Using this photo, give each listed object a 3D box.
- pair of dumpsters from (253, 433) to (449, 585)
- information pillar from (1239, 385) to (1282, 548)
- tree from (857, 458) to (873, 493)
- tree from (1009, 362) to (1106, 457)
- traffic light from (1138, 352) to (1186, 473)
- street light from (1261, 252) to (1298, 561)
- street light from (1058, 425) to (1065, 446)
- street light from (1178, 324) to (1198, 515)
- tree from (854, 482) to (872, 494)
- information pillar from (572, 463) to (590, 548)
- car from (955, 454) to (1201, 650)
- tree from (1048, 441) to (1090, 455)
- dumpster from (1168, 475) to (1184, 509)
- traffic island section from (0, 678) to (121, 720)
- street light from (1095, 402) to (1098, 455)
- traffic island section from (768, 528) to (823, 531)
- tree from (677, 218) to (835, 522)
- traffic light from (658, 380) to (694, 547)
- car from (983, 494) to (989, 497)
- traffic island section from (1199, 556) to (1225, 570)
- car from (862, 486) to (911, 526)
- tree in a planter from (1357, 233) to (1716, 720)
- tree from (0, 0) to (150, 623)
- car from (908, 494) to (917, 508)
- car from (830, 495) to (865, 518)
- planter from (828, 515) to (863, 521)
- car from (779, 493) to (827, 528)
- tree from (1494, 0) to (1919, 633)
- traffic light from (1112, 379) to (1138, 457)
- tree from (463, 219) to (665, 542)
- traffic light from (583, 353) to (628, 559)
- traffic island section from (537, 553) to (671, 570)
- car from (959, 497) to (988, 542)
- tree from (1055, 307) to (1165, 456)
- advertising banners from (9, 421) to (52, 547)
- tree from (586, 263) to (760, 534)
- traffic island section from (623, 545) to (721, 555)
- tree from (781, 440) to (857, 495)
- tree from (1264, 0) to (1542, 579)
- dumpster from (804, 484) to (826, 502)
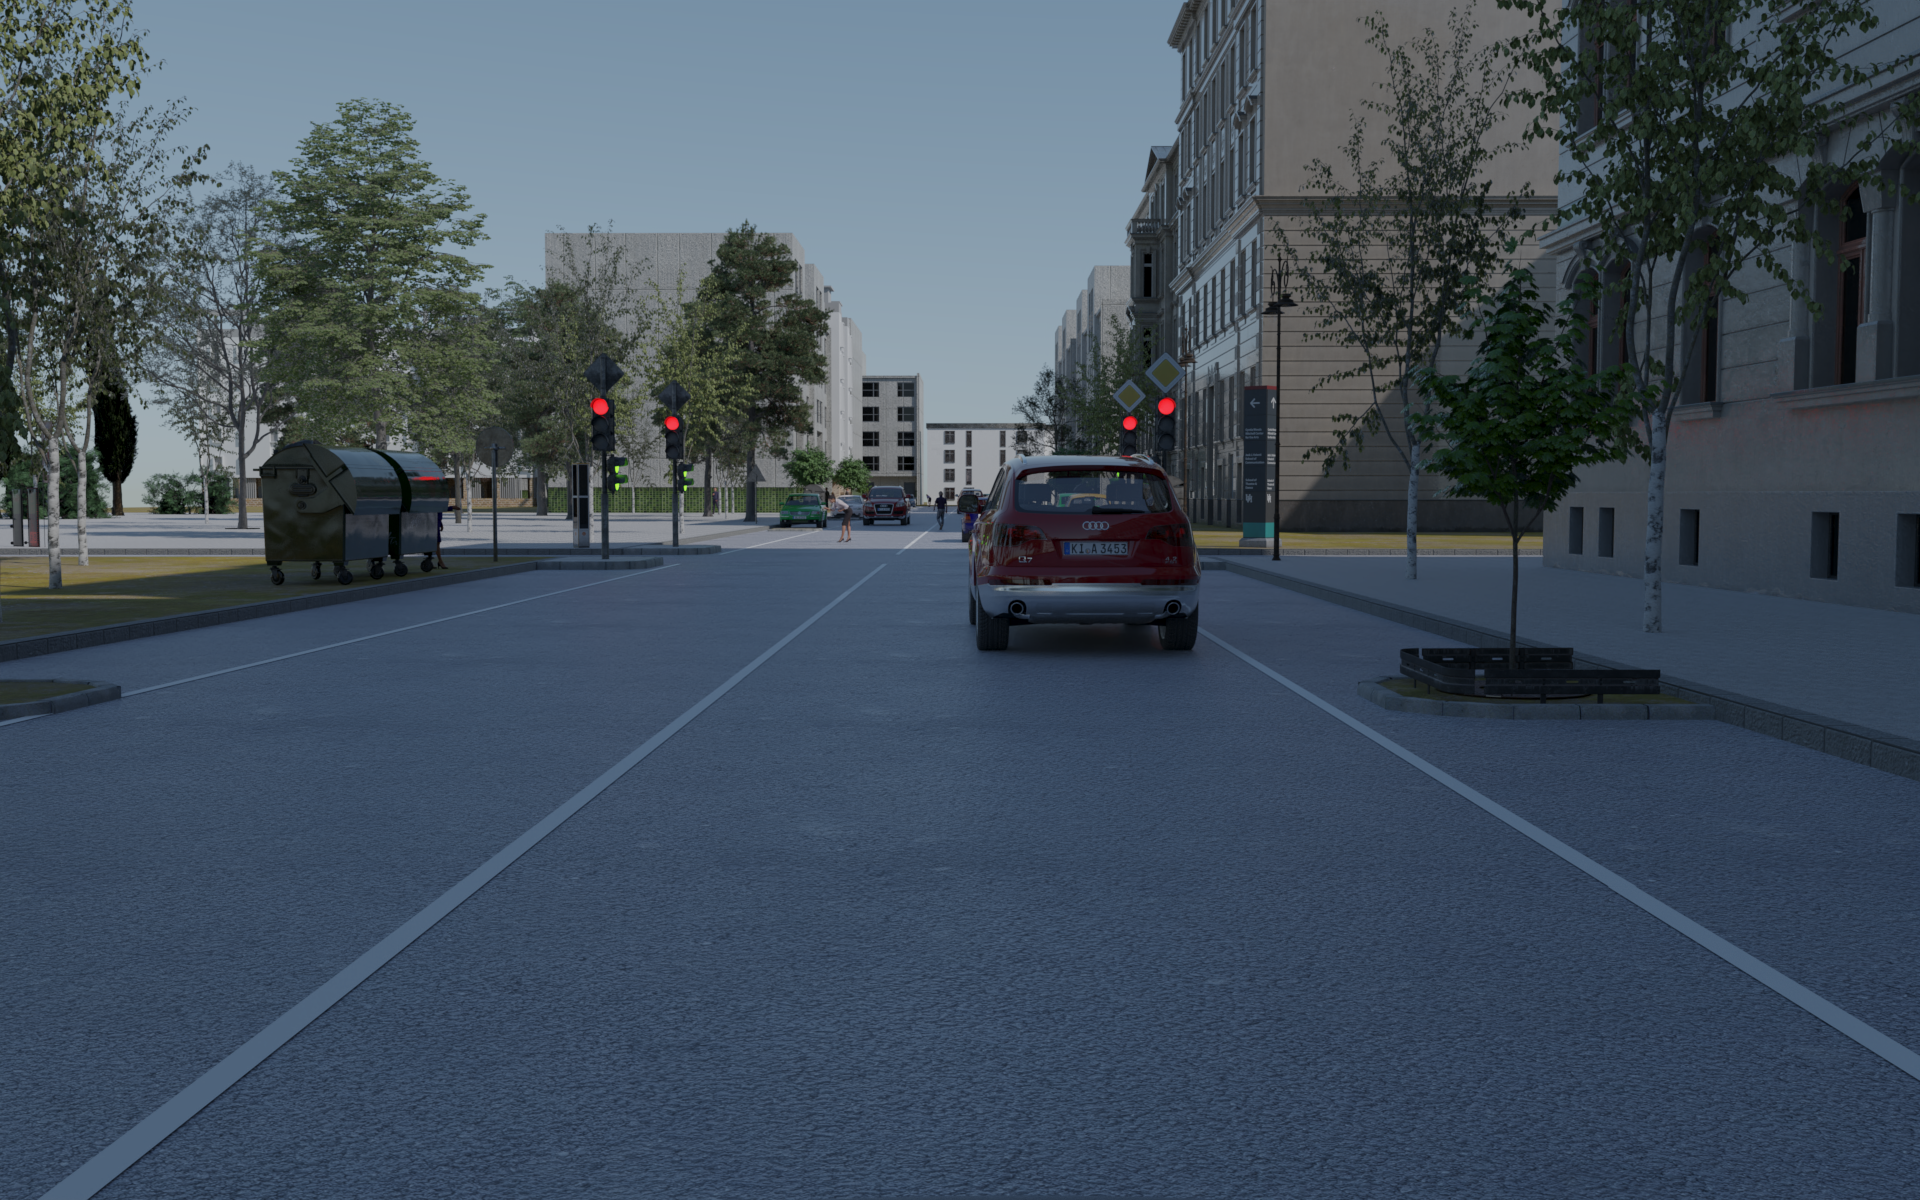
[{"bbox_3d":[-9.159,-1.455,26.287,1.574,2.255,4.436,0,4,1],"label":"pair of dumpsters"},{"bbox_3d":[7.248,-3.198,41.661,0.750,3.857,0.750,3,5,39],"label":"information pillar"},{"bbox_3d":[-8.492,-9.300,135.773,4.285,4.588,4.351,0,3,0],"label":"tree"},{"bbox_3d":[6.845,-11.522,122.804,7.601,10.594,8.767,0,4,8],"label":"tree"},{"bbox_3d":[3.989,-2.734,33.941,0.839,4.213,0.868,0,4,1],"label":"traffic light"},{"bbox_3d":[6.110,-3.700,33.275,0.468,5.910,1.993,0,4,1],"label":"street light"},{"bbox_3d":[6.801,-8.758,115.979,0.468,5.910,1.993,0,4,1],"label":"street light"},{"bbox_3d":[6.161,-4.559,47.326,0.468,5.910,1.993,0,4,1],"label":"street light"},{"bbox_3d":[-8.612,-9.784,154.571,1.663,3.219,1.824,0,3,0],"label":"tree"},{"bbox_3d":[-9.043,-2.252,41.316,0.304,2.012,0.304,-3,4,-38],"label":"information pillar"},{"bbox_3d":[1.127,-0.535,17.421,2.281,1.827,5.304,0,4,-1],"label":"car"},{"bbox_3d":[6.740,-7.500,106.346,4.285,4.588,4.351,0,3,0],"label":"tree"},{"bbox_3d":[6.437,-2.991,54.656,1.264,1.857,1.865,0,4,1],"label":"dumpster"},{"bbox_3d":[-6.881,0.684,11.677,1.991,0.108,1.994,0,4,1],"label":"traffic island section"},{"bbox_3d":[6.412,-6.652,81.555,0.468,5.910,1.993,0,4,1],"label":"street light"},{"bbox_3d":[-6.380,-2.720,67.331,1.991,0.108,1.994,0,4,1],"label":"traffic island section"},{"bbox_3d":[-9.507,-10.580,80.400,7.806,13.903,7.818,0,3,0],"label":"tree"},{"bbox_3d":[-6.900,-3.227,42.009,0.839,4.213,0.868,0,4,1],"label":"traffic light"},{"bbox_3d":[2.530,-9.344,161.574,1.959,1.807,4.718,0,4,1],"label":"car"},{"bbox_3d":[4.029,-0.720,34.053,2.009,0.180,2.903,0,4,1],"label":"traffic island section"},{"bbox_3d":[-3.394,-4.402,80.652,2.281,1.827,5.304,0,4,1],"label":"car"},{"bbox_3d":[3.829,-0.897,11.894,1.991,3.239,1.994,0,4,1],"label":"tree in a planter"},{"bbox_3d":[-9.778,-4.065,16.819,4.737,8.622,4.395,0,3,0],"label":"tree"},{"bbox_3d":[-5.508,-10.306,180.497,2.014,1.417,4.499,0,4,0],"label":"car"},{"bbox_3d":[-6.255,-5.246,98.141,2.083,1.381,4.827,0,4,1],"label":"car"},{"bbox_3d":[-6.140,-4.501,94.739,1.991,0.319,1.994,0,4,1],"label":"planter"},{"bbox_3d":[-6.577,-3.923,72.931,1.959,1.807,4.718,0,4,-1],"label":"car"},{"bbox_3d":[6.666,-4.008,15.893,4.737,8.622,4.395,0,3,0],"label":"tree"},{"bbox_3d":[4.061,-3.222,41.926,0.839,4.213,0.868,0,4,1],"label":"traffic light"},{"bbox_3d":[-10.044,-5.840,45.842,4.360,8.622,3.978,0,3,0],"label":"tree"},{"bbox_3d":[-6.972,-2.739,34.024,0.839,4.213,0.868,0,4,1],"label":"traffic light"},{"bbox_3d":[-7.012,-0.726,34.158,2.009,0.180,2.903,0,4,1],"label":"traffic island section"},{"bbox_3d":[0.932,-2.446,52.576,1.945,1.354,3.894,0,4,1],"label":"car"},{"bbox_3d":[6.178,-7.213,68.298,4.737,8.622,4.395,0,3,0],"label":"tree"},{"bbox_3d":[-22.428,-2.793,41.847,2.074,3.025,0.090,2,4,35],"label":"advertising banners"},{"bbox_3d":[-8.882,-6.475,56.237,4.737,8.622,4.395,0,3,0],"label":"tree"},{"bbox_3d":[-6.940,-1.215,42.143,2.009,0.180,2.903,0,4,1],"label":"traffic island section"},{"bbox_3d":[-9.184,-7.422,105.056,4.285,4.588,4.351,0,3,0],"label":"tree"},{"bbox_3d":[6.796,-4.634,26.128,4.360,8.622,3.978,0,3,0],"label":"tree"},{"bbox_3d":[-8.601,-5.893,102.115,1.264,1.857,1.865,0,4,1],"label":"dumpster"}]
